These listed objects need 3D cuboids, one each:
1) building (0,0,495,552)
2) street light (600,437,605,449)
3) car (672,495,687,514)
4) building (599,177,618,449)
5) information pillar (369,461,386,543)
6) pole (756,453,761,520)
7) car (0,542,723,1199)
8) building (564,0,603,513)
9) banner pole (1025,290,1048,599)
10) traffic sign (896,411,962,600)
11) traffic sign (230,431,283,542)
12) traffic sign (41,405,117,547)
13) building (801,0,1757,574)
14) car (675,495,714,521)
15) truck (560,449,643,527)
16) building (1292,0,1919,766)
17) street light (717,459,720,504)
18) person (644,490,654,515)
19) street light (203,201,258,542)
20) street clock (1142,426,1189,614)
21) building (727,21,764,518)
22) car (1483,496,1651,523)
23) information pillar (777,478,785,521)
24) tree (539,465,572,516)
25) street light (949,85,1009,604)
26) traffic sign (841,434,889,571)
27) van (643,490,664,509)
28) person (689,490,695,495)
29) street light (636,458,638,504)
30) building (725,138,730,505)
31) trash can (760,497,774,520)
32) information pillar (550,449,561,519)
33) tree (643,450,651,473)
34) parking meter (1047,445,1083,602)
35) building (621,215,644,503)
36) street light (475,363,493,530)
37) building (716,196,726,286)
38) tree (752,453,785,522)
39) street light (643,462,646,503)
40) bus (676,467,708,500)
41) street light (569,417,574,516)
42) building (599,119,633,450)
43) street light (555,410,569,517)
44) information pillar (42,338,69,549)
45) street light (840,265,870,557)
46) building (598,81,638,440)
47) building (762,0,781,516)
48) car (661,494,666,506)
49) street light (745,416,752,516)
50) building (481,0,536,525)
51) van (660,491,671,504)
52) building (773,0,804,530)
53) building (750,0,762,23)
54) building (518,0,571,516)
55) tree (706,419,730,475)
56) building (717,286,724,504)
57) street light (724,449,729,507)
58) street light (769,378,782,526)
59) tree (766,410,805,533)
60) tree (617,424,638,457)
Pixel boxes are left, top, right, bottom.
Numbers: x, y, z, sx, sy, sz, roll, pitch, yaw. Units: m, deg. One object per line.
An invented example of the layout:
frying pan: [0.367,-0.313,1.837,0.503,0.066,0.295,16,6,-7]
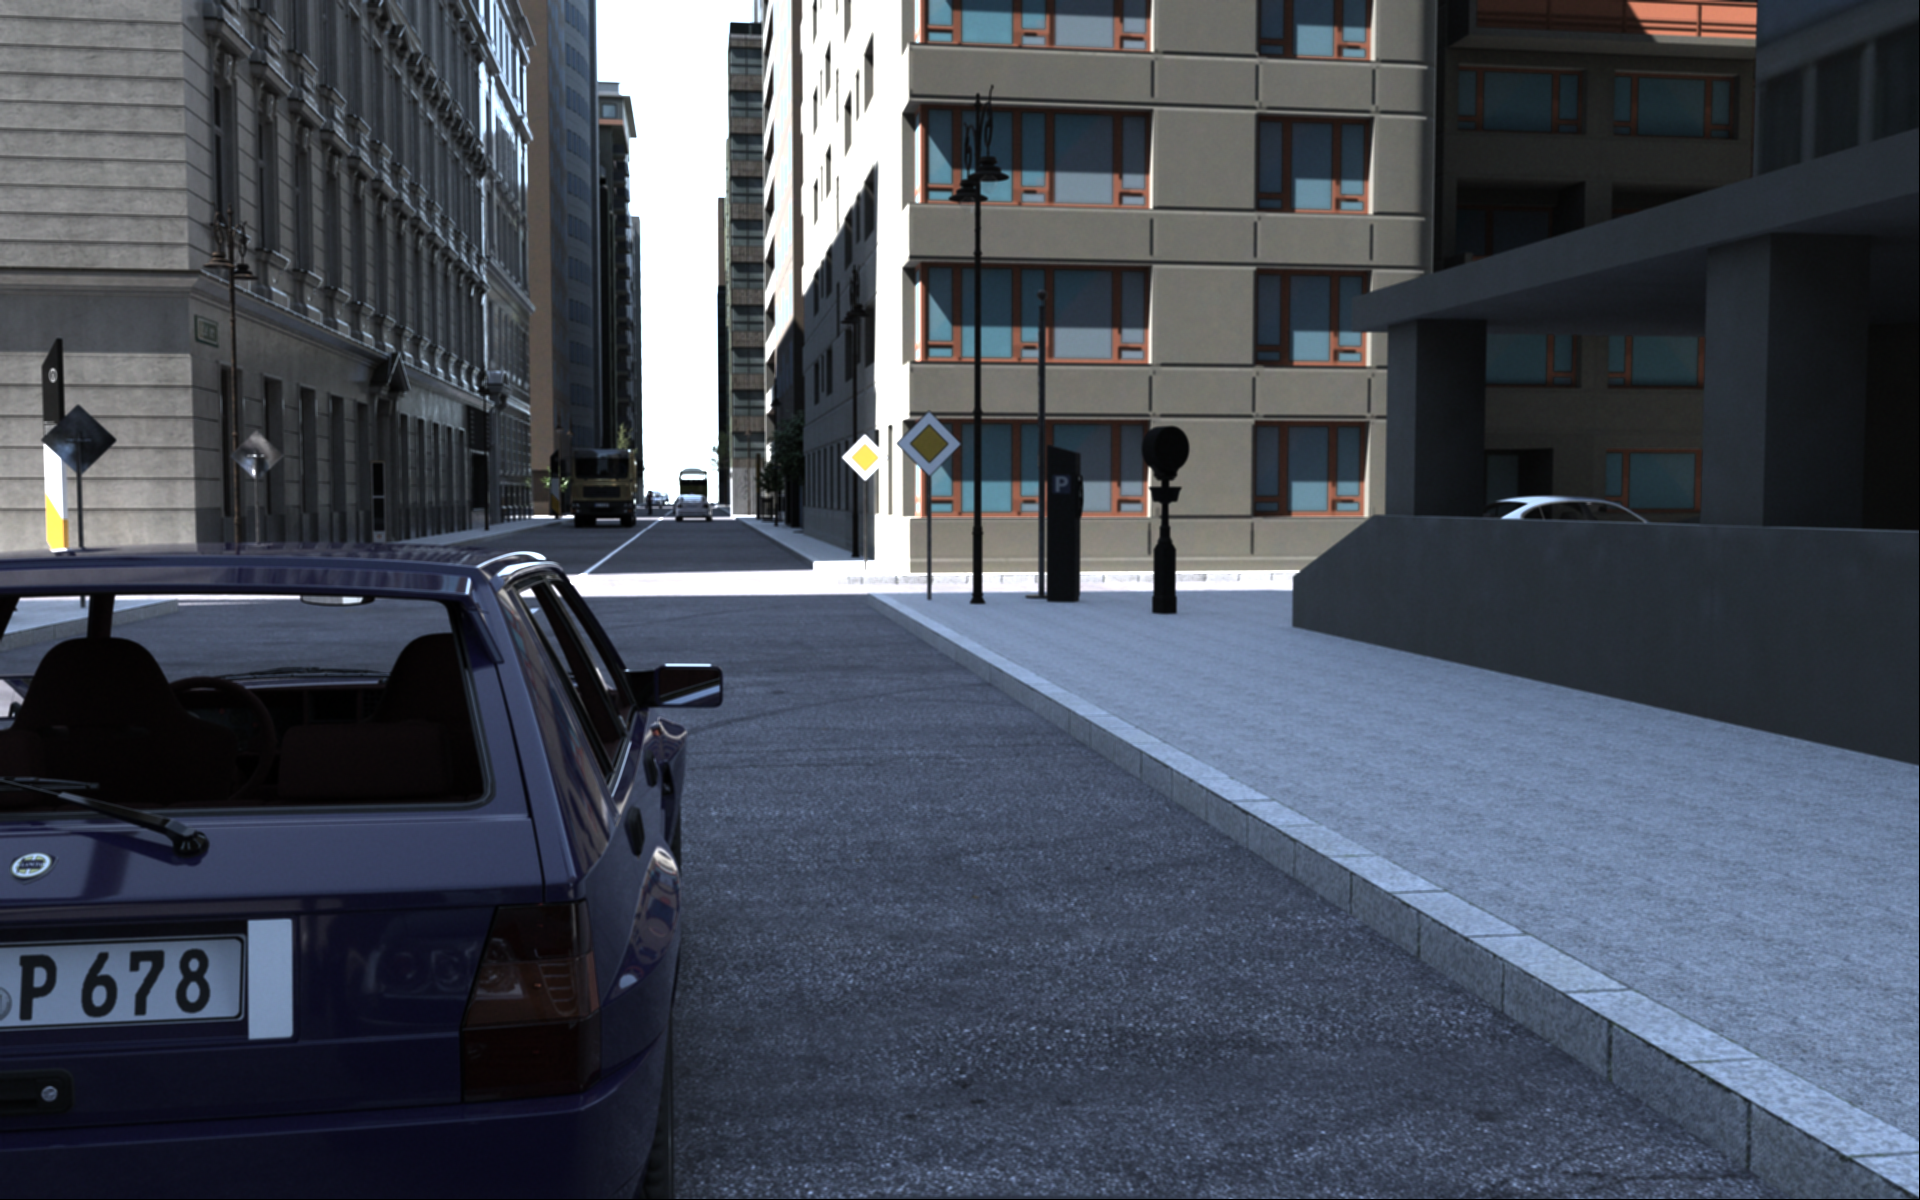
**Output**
building: [-23.416,-16.561,47.180,17.030,29.872,44.131,-1,4,-9]
street light: [-28.201,-10.036,136.874,0.468,5.910,1.993,-1,4,-9]
car: [-19.829,-6.915,125.421,2.083,1.381,4.827,-1,4,-10]
building: [-40.051,-24.017,164.374,14.160,30.474,14.107,-1,4,-9]
information pillar: [-12.993,-2.090,38.670,0.304,2.012,0.304,-2,4,-24]
pole: [-10.136,-5.702,87.067,0.158,3.312,0.155,0,3,0]
car: [-1.540,0.515,4.162,1.945,1.354,3.894,-1,4,-9]
building: [-38.130,-35.836,127.922,21.231,58.520,28.212,-1,4,-9]
banner pole: [1.001,-1.928,21.539,0.401,3.779,0.863,0,4,-2]
traffic sign: [-0.375,-1.059,20.951,0.795,2.450,0.064,-1,4,-9]
traffic sign: [-11.118,-1.454,27.414,0.795,2.450,0.064,-1,4,-9]
traffic sign: [-9.912,-0.971,19.520,0.795,2.450,0.064,-1,4,-9]
building: [11.389,-12.109,43.022,28.899,21.520,27.650,-1,4,-9]
car: [-14.166,-4.887,92.262,2.083,1.381,4.827,0,4,-7]
truck: [-15.719,-4.943,76.750,3.469,3.379,9.791,-1,4,-9]
building: [20.187,-19.525,11.120,32.217,40.220,23.993,-1,4,-9]
street light: [-31.530,-15.566,227.290,0.468,5.910,1.993,-1,4,-9]
person: [-21.480,-6.751,119.597,0.721,1.743,1.217,-3,5,-43]
street light: [-11.614,-3.360,27.727,0.468,5.910,1.993,-1,4,-9]
street clock: [2.202,-0.858,18.598,0.471,2.002,0.358,-2,4,-31]
building: [-7.791,-20.751,110.985,14.160,30.474,14.107,-1,4,-9]
car: [8.957,-0.795,24.994,4.499,1.417,2.014,-1,4,-9]
information pillar: [-8.371,-4.703,81.387,0.304,2.012,0.304,3,5,40]
tree: [-23.142,-6.443,99.937,1.663,3.219,1.824,0,3,0]
street light: [0.207,-2.897,20.147,0.468,5.910,1.993,-1,4,-9]
traffic sign: [-1.581,-1.541,28.845,0.795,2.450,0.064,-1,4,-9]
van: [-30.671,-10.171,173.299,2.013,2.044,4.112,-1,4,-10]
person: [-18.867,-6.888,122.065,0.756,1.711,0.436,1,4,19]
street light: [-40.817,-15.072,219.207,0.468,5.910,1.993,-1,4,-9]
building: [-20.320,-31.751,202.723,14.154,41.232,14.086,-1,4,-9]
trash can: [-9.554,-4.539,85.861,0.748,1.137,0.748,0,3,0]
information pillar: [-20.814,-5.975,89.040,0.183,3.616,0.504,3,5,39]
tree: [-48.408,-18.901,259.386,4.360,8.622,3.978,0,3,0]
parking meter: [1.252,-0.914,20.663,0.399,1.863,0.255,1,4,17]
building: [-52.442,-34.409,246.176,14.154,41.232,14.086,-1,4,-9]
street light: [-16.746,-5.402,61.115,0.468,5.910,1.993,-1,4,-9]
building: [-28.579,-36.954,254.313,14.600,45.320,14.200,-1,4,-9]
tree: [-8.762,-5.201,79.632,1.663,3.219,1.824,0,3,0]
street light: [-46.104,-17.150,253.186,0.468,5.910,1.993,-1,4,-9]
bus: [-24.616,-10.274,159.520,2.896,3.916,12.252,-1,4,-10]
street light: [-23.228,-7.992,103.462,0.468,5.910,1.993,-1,4,-9]
building: [-48.848,-33.172,196.983,22.147,44.769,28.867,-1,4,-9]
street light: [-21.961,-7.480,95.082,0.468,5.910,1.993,-1,4,-9]
information pillar: [-13.676,-2.131,26.196,0.504,3.616,0.183,2,4,35]
street light: [-2.127,-3.810,35.084,0.468,5.910,1.993,-1,4,-9]
building: [-56.399,-38.827,224.053,28.713,52.752,27.495,-1,4,-9]
building: [0.474,-28.739,93.583,21.300,48.544,21.600,-1,4,-9]
car: [-38.064,-12.612,218.206,2.014,1.417,4.499,-1,4,-11]
street light: [-12.539,-7.952,102.801,0.468,5.910,1.993,-1,4,-9]
building: [-26.971,-17.933,79.109,13.634,28.700,20.117,-1,4,-9]
van: [-43.591,-15.169,255.030,2.013,2.044,4.112,-1,4,-9]
building: [-0.049,-25.525,67.451,14.600,45.320,14.200,-1,4,-9]
building: [-9.762,-33.331,164.577,23.786,49.044,30.456,-1,4,-9]
building: [-32.045,-27.990,107.744,14.600,45.320,14.200,-1,4,-9]
tree: [-24.183,-15.472,187.383,7.601,10.594,8.767,2,4,30]
building: [-26.670,-28.688,240.749,14.160,30.474,14.107,-1,4,-9]
street light: [-23.979,-12.551,178.003,0.468,5.910,1.993,-1,4,-9]
street light: [-7.334,-5.881,68.935,0.468,5.910,1.993,-1,4,-9]
tree: [-4.785,-4.536,57.874,4.285,4.588,4.351,0,3,0]
tree: [-35.281,-13.953,178.497,4.737,8.622,4.395,0,3,0]
